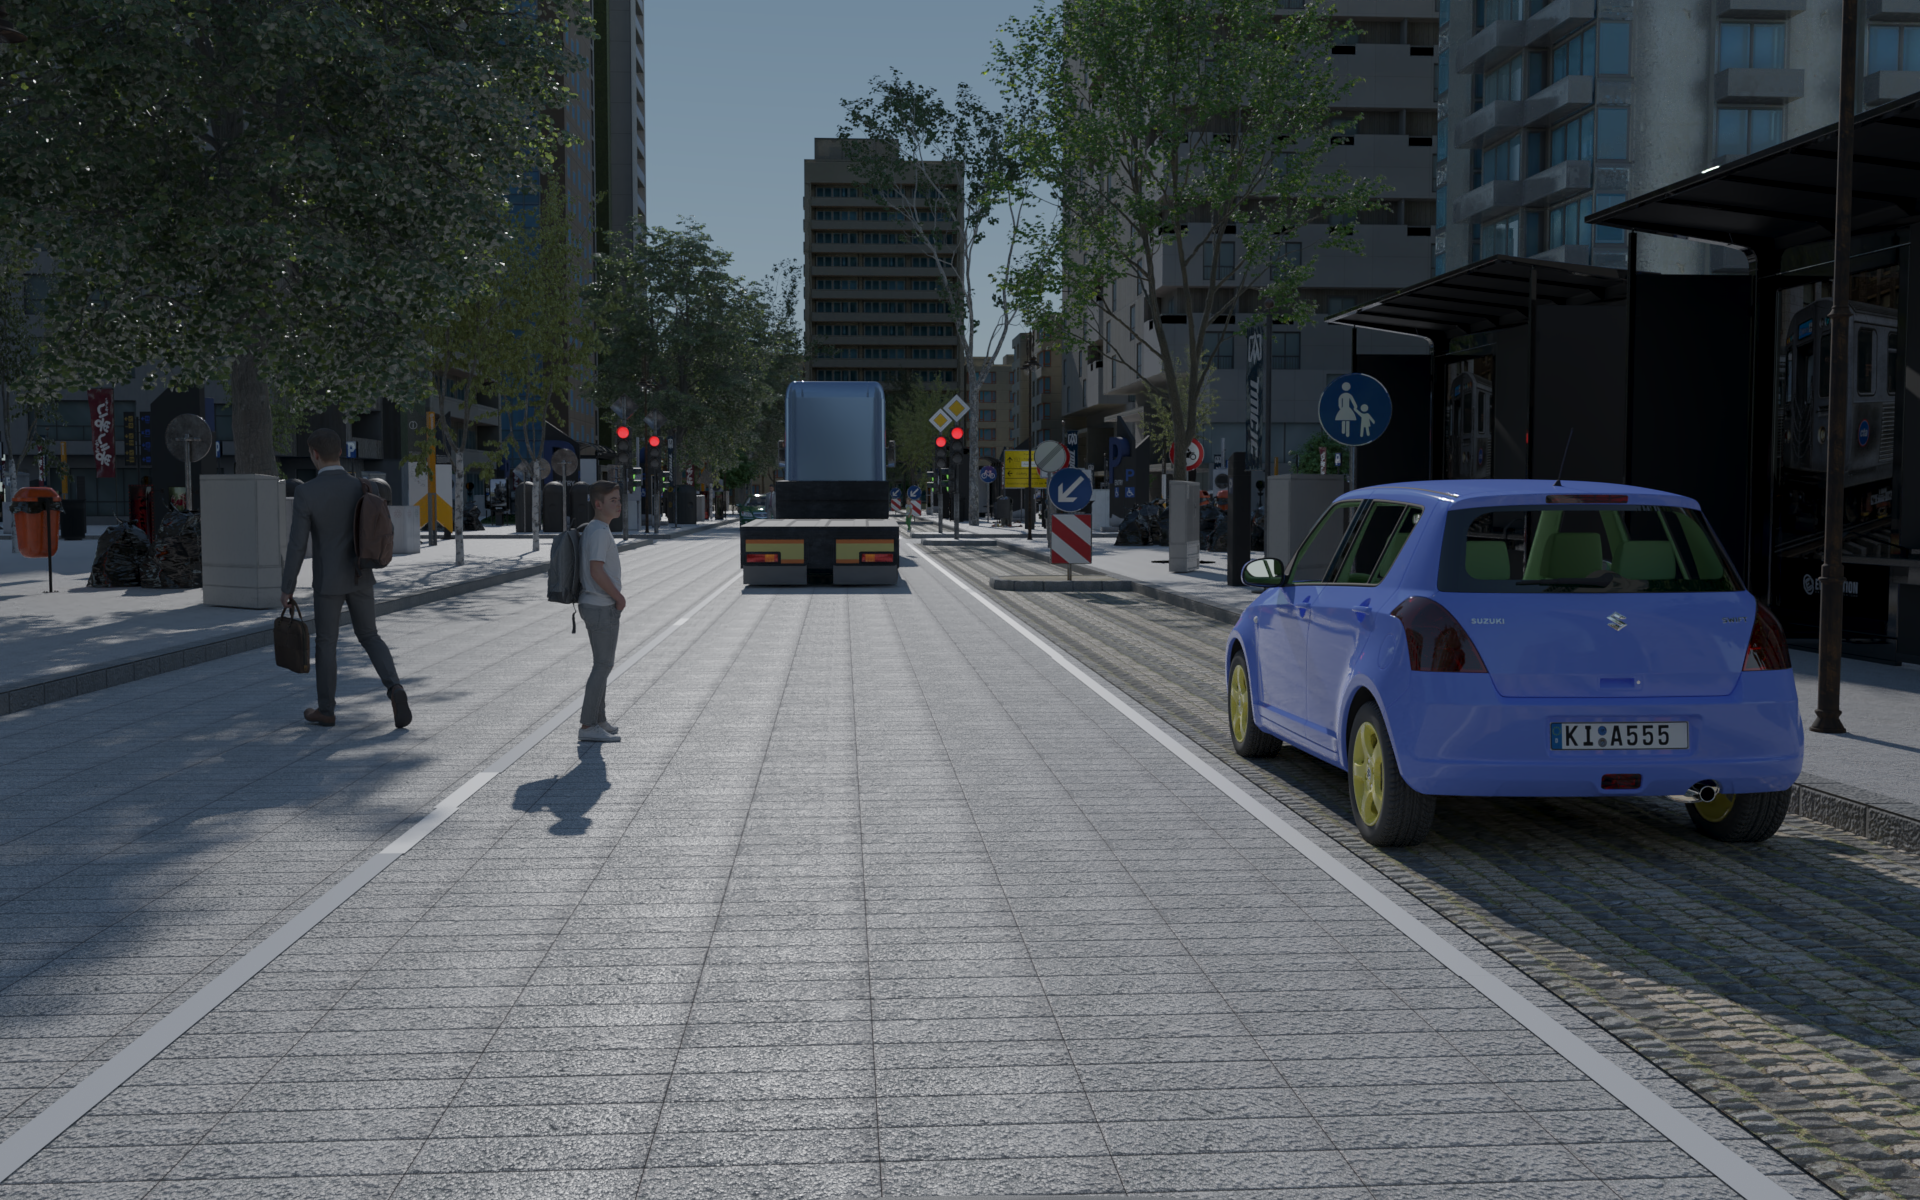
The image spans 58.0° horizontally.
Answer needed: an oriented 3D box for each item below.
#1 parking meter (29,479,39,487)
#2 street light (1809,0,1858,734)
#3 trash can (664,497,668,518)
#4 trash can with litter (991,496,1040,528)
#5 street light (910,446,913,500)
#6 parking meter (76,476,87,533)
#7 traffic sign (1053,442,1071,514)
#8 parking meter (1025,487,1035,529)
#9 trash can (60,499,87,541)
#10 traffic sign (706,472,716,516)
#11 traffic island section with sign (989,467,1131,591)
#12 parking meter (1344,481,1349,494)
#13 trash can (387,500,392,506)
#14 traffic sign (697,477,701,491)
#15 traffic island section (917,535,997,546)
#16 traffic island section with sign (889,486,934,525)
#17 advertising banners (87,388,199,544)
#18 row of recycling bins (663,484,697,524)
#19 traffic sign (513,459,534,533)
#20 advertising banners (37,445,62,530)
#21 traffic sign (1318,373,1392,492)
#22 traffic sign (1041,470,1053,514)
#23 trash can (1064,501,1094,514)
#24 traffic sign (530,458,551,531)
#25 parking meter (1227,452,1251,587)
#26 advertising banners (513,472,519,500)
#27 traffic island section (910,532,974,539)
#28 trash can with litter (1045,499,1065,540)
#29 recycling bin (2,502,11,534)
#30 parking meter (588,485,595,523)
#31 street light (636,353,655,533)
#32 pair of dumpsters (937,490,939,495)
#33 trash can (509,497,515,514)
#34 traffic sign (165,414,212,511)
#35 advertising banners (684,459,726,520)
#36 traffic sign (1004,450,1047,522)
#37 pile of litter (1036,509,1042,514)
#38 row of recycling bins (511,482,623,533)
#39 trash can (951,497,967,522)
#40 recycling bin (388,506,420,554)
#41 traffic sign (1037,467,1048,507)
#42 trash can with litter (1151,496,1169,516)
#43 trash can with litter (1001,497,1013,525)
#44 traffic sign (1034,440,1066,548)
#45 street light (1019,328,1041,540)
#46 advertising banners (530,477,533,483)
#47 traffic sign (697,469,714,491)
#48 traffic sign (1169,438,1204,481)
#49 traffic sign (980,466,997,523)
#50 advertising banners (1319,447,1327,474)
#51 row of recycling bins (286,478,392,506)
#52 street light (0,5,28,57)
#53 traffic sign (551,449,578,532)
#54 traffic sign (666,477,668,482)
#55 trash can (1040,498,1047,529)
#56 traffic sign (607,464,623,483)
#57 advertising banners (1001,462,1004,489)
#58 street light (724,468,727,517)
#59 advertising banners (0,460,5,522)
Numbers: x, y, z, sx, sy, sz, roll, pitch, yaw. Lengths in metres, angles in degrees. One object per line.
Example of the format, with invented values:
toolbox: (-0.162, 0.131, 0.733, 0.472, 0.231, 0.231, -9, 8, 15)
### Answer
parking meter: (-36.568, -3.831, 68.356, 0.399, 1.863, 0.255, 0, 4, 0)
street light: (4.689, -2.226, 9.179, 0.468, 5.910, 1.993, 0, 4, -4)
trash can: (-15.548, -4.979, 93.065, 0.748, 1.137, 0.748, 0, 3, 0)
trash can with litter: (2.095, -3.436, 67.228, 2.233, 1.210, 1.678, -1, 4, -13)
street light: (-3.712, -9.710, 131.545, 0.468, 5.910, 1.993, 0, 4, -4)
parking meter: (-28.705, -3.112, 56.586, 0.255, 1.863, 0.399, -2, 4, -28)
traffic sign: (2.305, -2.573, 42.171, 0.768, 2.556, 0.104, 0, 4, -3)
parking meter: (2.539, -3.341, 63.042, 0.372, 1.533, 0.369, 0, 3, 0)
trash can: (-24.532, -2.215, 47.875, 0.748, 1.137, 0.748, 0, 3, 0)
traffic sign: (-14.595, -6.159, 100.812, 0.768, 2.556, 0.104, 0, 3, 0)
traffic island section with sign: (1.471, -1.080, 26.292, 1.989, 1.847, 2.006, 0, 4, -4)
parking meter: (6.409, -1.263, 29.056, 0.372, 1.533, 0.369, 0, 3, 0)
trash can: (-13.383, -1.711, 39.633, 0.748, 1.137, 0.748, 0, 3, 0)
traffic sign: (-19.367, -7.913, 129.480, 0.768, 2.556, 0.104, 0, 4, 5)
traffic island section: (-0.075, -1.630, 48.934, 2.009, 0.180, 2.903, 0, 4, -4)
traffic island section with sign: (-2.279, -4.454, 81.444, 1.989, 1.847, 2.006, 0, 4, -4)
advertising banners: (-13.396, -1.969, 28.388, 2.074, 3.025, 0.090, 1, 4, 15)
row of recycling bins: (-11.991, -4.148, 74.937, 1.069, 1.692, 3.534, -1, 4, -17)
traffic sign: (-14.327, -3.413, 56.987, 0.795, 2.450, 0.064, 0, 4, 6)
advertising banners: (-32.319, -3.992, 61.462, 0.090, 3.025, 2.074, 0, 4, -8)
traffic sign: (4.157, -1.114, 18.320, 0.768, 2.556, 0.104, 0, 4, 4)
traffic sign: (2.390, -2.625, 45.051, 0.606, 2.300, 0.079, 0, 4, 5)
trash can: (2.628, -1.642, 38.498, 0.748, 1.137, 0.748, 0, 3, 0)
traffic sign: (-14.754, -3.713, 60.817, 0.768, 2.556, 0.104, 0, 4, -3)
parking meter: (3.895, -1.129, 24.169, 0.255, 1.863, 0.399, 0, 4, -5)
advertising banners: (-32.398, -7.793, 123.605, 2.074, 3.025, 0.090, 0, 4, 3)
traffic island section: (-0.618, -2.117, 56.901, 2.009, 0.180, 2.903, 0, 4, -4)
trash can with litter: (2.742, -2.198, 47.317, 0.624, 1.170, 1.055, -2, 4, -23)
recycling bin: (-30.364, -2.653, 55.930, 0.722, 1.027, 0.722, 0, 4, 7)
parking meter: (-9.115, -2.135, 43.313, 0.372, 1.533, 0.369, 0, 3, 0)
street light: (-10.315, -5.146, 56.924, 0.468, 5.910, 1.993, 0, 4, -4)
pair of dumpsters: (-0.501, -6.455, 108.037, 1.574, 2.255, 4.437, 0, 4, -4)
trash can: (-20.503, -4.187, 80.106, 0.748, 1.137, 0.748, 0, 3, 0)
traffic sign: (-12.249, -1.676, 27.503, 0.768, 2.556, 0.104, 0, 4, 4)
advertising banners: (-12.840, -5.562, 87.122, 2.074, 3.025, 0.090, 0, 4, 1)
traffic sign: (3.151, -5.246, 79.648, 2.265, 3.308, 0.079, 0, 4, -1)
pile of litter: (5.745, -6.077, 113.321, 1.719, 0.858, 1.176, 0, 4, 2)
row of recycling bins: (-13.169, -3.133, 58.335, 3.534, 1.692, 1.069, -1, 4, -12)
trash can: (-0.066, -4.678, 88.146, 0.748, 1.137, 0.748, 0, 3, 0)
recycling bin: (-12.130, -1.517, 37.359, 0.722, 1.027, 0.722, 0, 4, 8)
traffic sign: (2.962, -3.566, 58.411, 0.768, 2.556, 0.104, 0, 4, 1)
trash can with litter: (5.238, -2.241, 48.022, 0.624, 1.170, 1.055, -3, 4, -38)
trash can with litter: (1.814, -3.556, 69.522, 0.624, 1.170, 1.055, 0, 4, 1)
traffic sign: (2.127, -2.511, 41.164, 0.768, 2.556, 0.104, 0, 4, -2)
street light: (1.953, -4.618, 48.295, 0.468, 5.910, 1.993, 0, 4, -4)
advertising banners: (-30.018, -7.850, 124.531, 0.090, 3.025, 2.074, 3, 4, 36)
traffic sign: (-12.911, -5.366, 87.738, 0.884, 2.594, 0.081, 0, 4, -2)
traffic sign: (4.994, -2.333, 38.245, 0.768, 2.556, 0.104, 0, 4, 1)
traffic sign: (1.264, -4.749, 77.748, 0.768, 2.556, 0.104, 0, 4, 2)
advertising banners: (13.966, -4.198, 64.817, 0.090, 3.025, 2.074, 3, 5, 44)
row of recycling bins: (-16.621, -2.377, 45.975, 3.534, 1.692, 1.069, 1, 4, 20)
street light: (-7.395, -2.444, 12.741, 0.468, 5.910, 1.993, 0, 4, -4)
traffic sign: (-11.074, -2.958, 48.473, 0.768, 2.556, 0.104, 0, 4, 5)
traffic sign: (-17.376, -6.384, 104.480, 0.768, 2.556, 0.104, 0, 4, 1)
trash can: (3.314, -3.201, 63.988, 0.748, 1.137, 0.748, 0, 3, 0)
traffic sign: (-11.789, -3.505, 59.428, 0.606, 2.300, 0.079, 0, 4, 2)
advertising banners: (2.927, -6.057, 95.213, 2.074, 3.025, 0.090, -3, 5, -44)
street light: (-13.048, -7.541, 96.076, 0.468, 5.910, 1.993, 0, 4, -4)
advertising banners: (-49.079, -5.726, 89.808, 0.090, 3.025, 2.074, 0, 4, 5)
